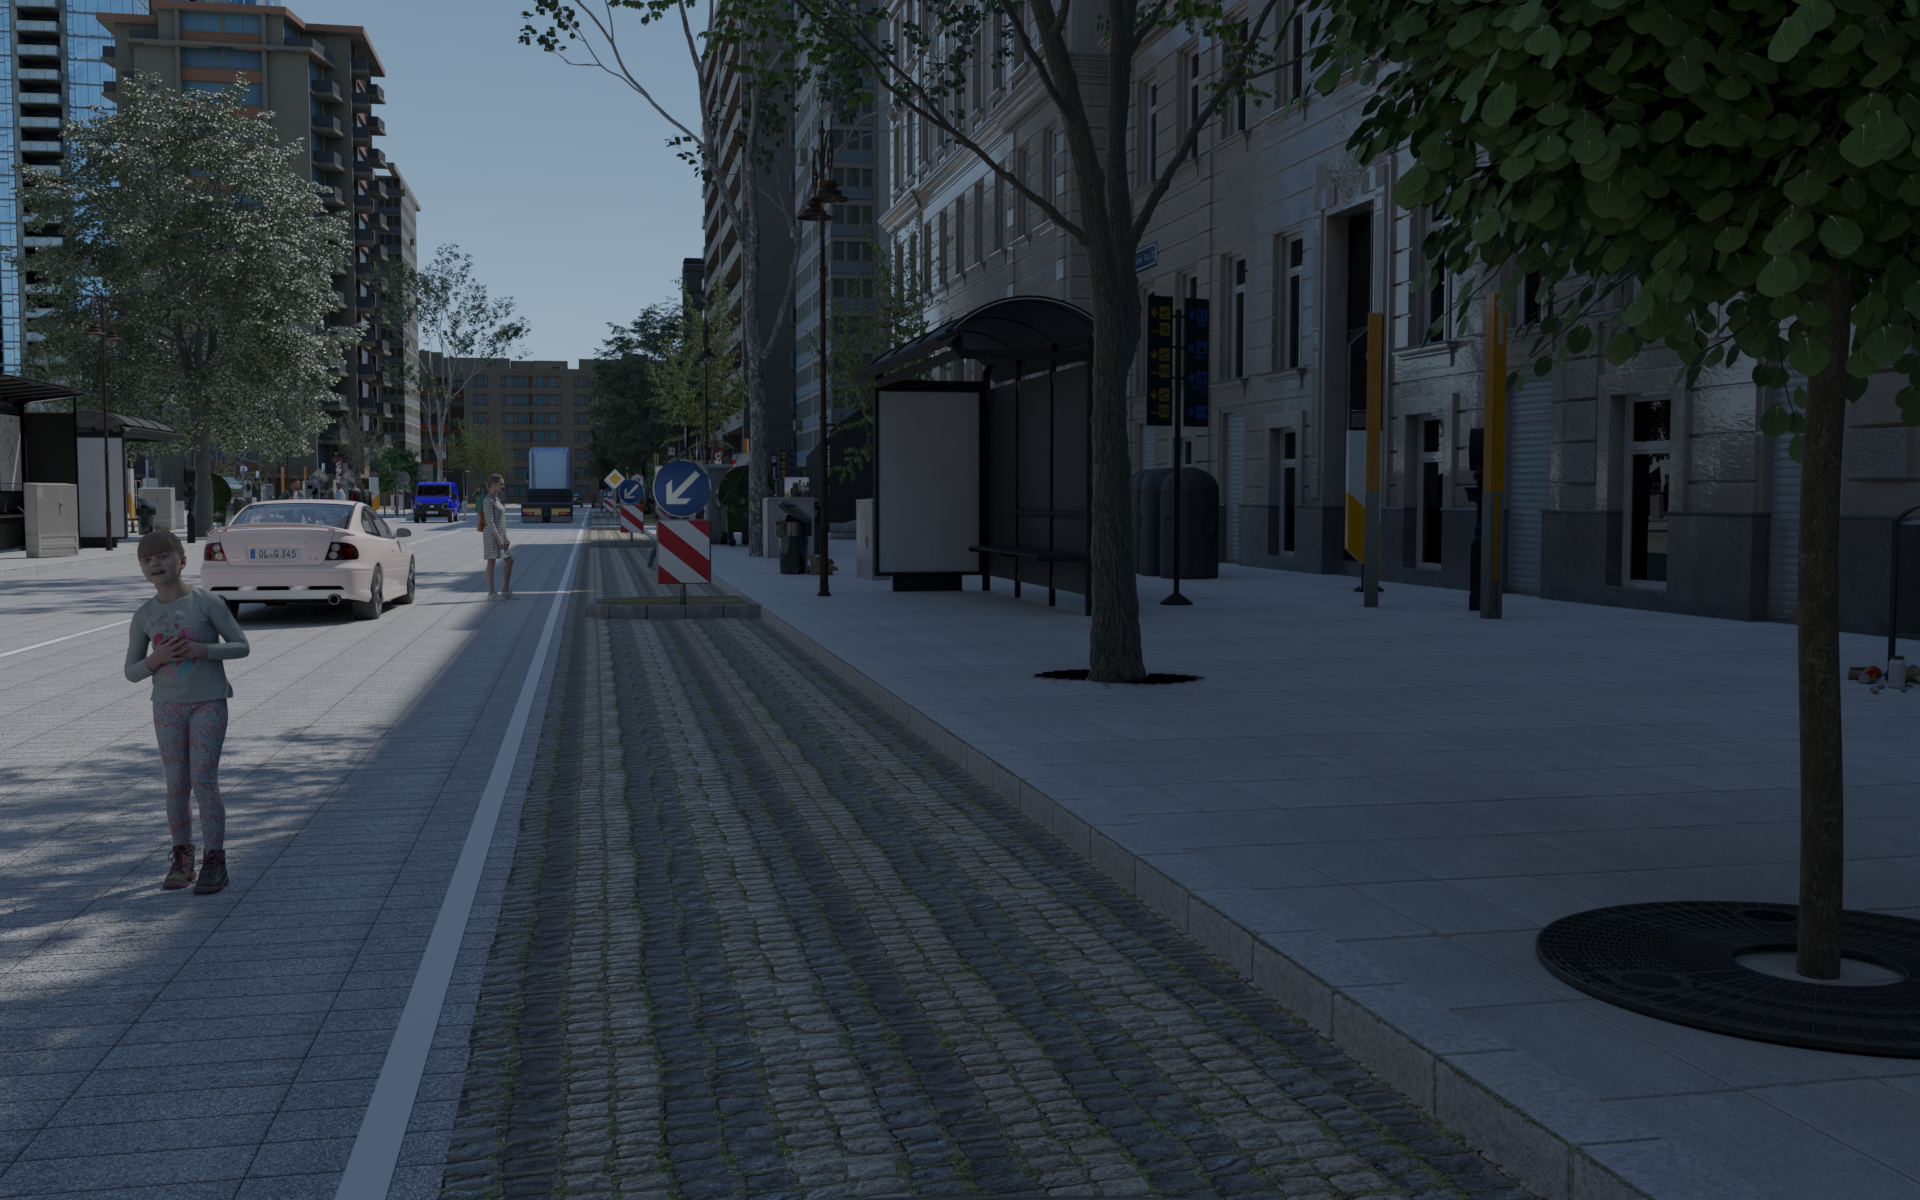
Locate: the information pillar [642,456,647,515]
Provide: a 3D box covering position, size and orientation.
[{"bbox_3d":[-19.605,-7.089,107.266,0.183,3.616,0.504,1,4,11],"label":"information pillar"}]

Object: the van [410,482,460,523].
[{"bbox_3d":[-26.493,-5.093,87.650,2.240,2.365,5.245,-1,4,-12],"label":"van"}]

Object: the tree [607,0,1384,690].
[{"bbox_3d":[1.001,-5.259,11.743,9.928,11.665,9.643,0,3,0],"label":"tree"}]

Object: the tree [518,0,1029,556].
[{"bbox_3d":[-4.804,-10.880,33.779,12.611,20.169,13.585,0,3,0],"label":"tree"}]

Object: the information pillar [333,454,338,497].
[{"bbox_3d":[-36.061,-6.651,100.098,0.183,3.616,0.504,0,4,7],"label":"information pillar"}]

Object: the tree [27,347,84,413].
[{"bbox_3d":[-43.739,-8.139,83.436,4.360,8.622,3.978,0,3,0],"label":"tree"}]

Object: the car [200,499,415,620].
[{"bbox_3d":[-7.802,-0.529,21.008,2.083,1.381,4.827,-1,4,-10],"label":"car"}]

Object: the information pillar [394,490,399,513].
[{"bbox_3d":[-37.657,-6.803,115.726,0.304,2.012,0.304,-1,4,-8],"label":"information pillar"}]

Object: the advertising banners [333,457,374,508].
[{"bbox_3d":[-28.942,-5.288,82.639,0.090,3.025,2.074,3,5,40],"label":"advertising banners"}]

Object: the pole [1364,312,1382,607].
[{"bbox_3d":[4.672,-1.575,19.594,0.158,3.312,0.155,0,3,0],"label":"pole"}]

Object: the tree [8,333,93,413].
[{"bbox_3d":[-53.083,-10.208,101.315,7.601,10.594,8.767,-1,4,-11],"label":"tree"}]

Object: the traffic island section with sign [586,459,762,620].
[{"bbox_3d":[-3.447,-0.734,20.631,1.989,1.847,2.006,-1,4,-12],"label":"traffic island section with sign"}]

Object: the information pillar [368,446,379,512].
[{"bbox_3d":[-28.730,-5.719,84.855,0.183,3.616,0.504,3,4,36],"label":"information pillar"}]

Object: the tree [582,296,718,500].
[{"bbox_3d":[-20.081,-12.601,112.685,9.857,13.997,8.962,0,3,0],"label":"tree"}]

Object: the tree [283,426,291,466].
[{"bbox_3d":[-56.797,-11.680,141.338,4.360,8.622,3.978,0,3,0],"label":"tree"}]

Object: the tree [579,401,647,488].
[{"bbox_3d":[-38.240,-17.048,195.739,9.611,12.733,9.660,0,3,0],"label":"tree"}]

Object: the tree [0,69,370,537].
[{"bbox_3d":[-22.673,-8.845,51.269,9.857,13.997,8.962,0,3,0],"label":"tree"}]

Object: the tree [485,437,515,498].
[{"bbox_3d":[-56.583,-15.993,211.855,4.360,8.622,3.978,0,3,0],"label":"tree"}]

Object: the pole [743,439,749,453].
[{"bbox_3d":[-7.901,-4.296,64.081,0.158,3.312,0.155,0,3,0],"label":"pole"}]

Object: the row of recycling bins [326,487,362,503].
[{"bbox_3d":[-38.436,-6.178,108.130,3.534,1.692,1.069,3,5,42],"label":"row of recycling bins"}]

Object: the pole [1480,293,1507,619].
[{"bbox_3d":[5.473,-1.462,17.750,0.158,3.312,0.155,0,3,0],"label":"pole"}]

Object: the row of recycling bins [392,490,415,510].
[{"bbox_3d":[-45.711,-8.377,144.081,1.069,1.692,3.534,2,4,33],"label":"row of recycling bins"}]

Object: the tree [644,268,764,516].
[{"bbox_3d":[-8.371,-6.515,56.888,4.737,8.622,4.395,0,3,0],"label":"tree"}]

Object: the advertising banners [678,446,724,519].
[{"bbox_3d":[-9.328,-4.040,62.249,2.074,3.025,0.090,-3,5,-40],"label":"advertising banners"}]

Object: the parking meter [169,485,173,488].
[{"bbox_3d":[-52.750,-6.735,115.828,0.255,1.863,0.399,-1,4,-19],"label":"parking meter"}]

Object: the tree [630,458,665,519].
[{"bbox_3d":[-16.109,-5.894,90.972,1.663,3.219,1.824,0,3,0],"label":"tree"}]

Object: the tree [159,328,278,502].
[{"bbox_3d":[-32.985,-7.681,75.943,4.360,8.622,3.978,0,3,0],"label":"tree"}]

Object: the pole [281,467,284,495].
[{"bbox_3d":[-51.317,-8.404,131.249,0.158,3.312,0.155,0,3,0],"label":"pole"}]

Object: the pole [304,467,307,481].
[{"bbox_3d":[-48.631,-8.249,128.716,0.158,3.312,0.155,0,3,0],"label":"pole"}]

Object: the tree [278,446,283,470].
[{"bbox_3d":[-39.600,-8.799,94.231,4.360,8.622,3.978,0,3,0],"label":"tree"}]

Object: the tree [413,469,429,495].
[{"bbox_3d":[-35.456,-7.220,112.645,1.663,3.219,1.824,0,3,0],"label":"tree"}]

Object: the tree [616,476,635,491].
[{"bbox_3d":[-42.066,-16.147,214.357,4.360,8.622,3.978,0,3,0],"label":"tree"}]

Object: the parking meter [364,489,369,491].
[{"bbox_3d":[-29.393,-4.742,85.943,0.372,1.533,0.369,0,3,0],"label":"parking meter"}]

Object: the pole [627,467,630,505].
[{"bbox_3d":[-24.140,-8.089,126.103,0.158,3.312,0.155,0,3,0],"label":"pole"}]

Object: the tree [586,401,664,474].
[{"bbox_3d":[-31.178,-14.132,165.466,7.601,10.594,8.767,2,4,30],"label":"tree"}]

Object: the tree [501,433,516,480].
[{"bbox_3d":[-49.940,-14.109,181.038,4.737,8.622,4.395,0,3,0],"label":"tree"}]

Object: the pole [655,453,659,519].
[{"bbox_3d":[-15.146,-5.671,86.559,0.158,3.312,0.155,0,3,0],"label":"pole"}]

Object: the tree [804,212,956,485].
[{"bbox_3d":[-1.917,-5.828,45.649,4.737,8.622,4.395,0,3,0],"label":"tree"}]

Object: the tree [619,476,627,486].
[{"bbox_3d":[-27.257,-9.049,142.552,1.663,3.219,1.824,0,3,0],"label":"tree"}]

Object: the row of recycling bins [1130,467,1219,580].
[{"bbox_3d":[3.293,-1.258,27.677,1.069,1.692,3.534,0,4,-7],"label":"row of recycling bins"}]

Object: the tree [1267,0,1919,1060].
[{"bbox_3d":[2.368,-1.273,4.520,4.285,4.588,4.351,0,3,0],"label":"tree"}]

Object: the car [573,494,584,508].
[{"bbox_3d":[-41.335,-10.632,185.624,2.131,1.459,4.920,-1,4,-11],"label":"car"}]

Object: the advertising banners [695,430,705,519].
[{"bbox_3d":[-7.258,-3.182,48.215,0.090,3.025,2.074,0,4,-4],"label":"advertising banners"}]

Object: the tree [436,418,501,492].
[{"bbox_3d":[-46.876,-13.009,163.058,4.737,8.622,4.395,0,3,0],"label":"tree"}]

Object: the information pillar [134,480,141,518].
[{"bbox_3d":[-44.400,-5.444,93.493,0.304,2.012,0.304,3,4,37],"label":"information pillar"}]

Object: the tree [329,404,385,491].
[{"bbox_3d":[-49.300,-11.711,141.833,4.360,8.622,3.978,0,3,0],"label":"tree"}]

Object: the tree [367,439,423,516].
[{"bbox_3d":[-33.874,-7.344,103.795,4.285,4.588,4.351,0,3,0],"label":"tree"}]

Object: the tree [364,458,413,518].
[{"bbox_3d":[-30.812,-6.017,92.973,1.663,3.219,1.824,0,3,0],"label":"tree"}]

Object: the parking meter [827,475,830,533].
[{"bbox_3d":[-3.792,-2.792,51.363,0.255,1.863,0.399,0,4,6],"label":"parking meter"}]
